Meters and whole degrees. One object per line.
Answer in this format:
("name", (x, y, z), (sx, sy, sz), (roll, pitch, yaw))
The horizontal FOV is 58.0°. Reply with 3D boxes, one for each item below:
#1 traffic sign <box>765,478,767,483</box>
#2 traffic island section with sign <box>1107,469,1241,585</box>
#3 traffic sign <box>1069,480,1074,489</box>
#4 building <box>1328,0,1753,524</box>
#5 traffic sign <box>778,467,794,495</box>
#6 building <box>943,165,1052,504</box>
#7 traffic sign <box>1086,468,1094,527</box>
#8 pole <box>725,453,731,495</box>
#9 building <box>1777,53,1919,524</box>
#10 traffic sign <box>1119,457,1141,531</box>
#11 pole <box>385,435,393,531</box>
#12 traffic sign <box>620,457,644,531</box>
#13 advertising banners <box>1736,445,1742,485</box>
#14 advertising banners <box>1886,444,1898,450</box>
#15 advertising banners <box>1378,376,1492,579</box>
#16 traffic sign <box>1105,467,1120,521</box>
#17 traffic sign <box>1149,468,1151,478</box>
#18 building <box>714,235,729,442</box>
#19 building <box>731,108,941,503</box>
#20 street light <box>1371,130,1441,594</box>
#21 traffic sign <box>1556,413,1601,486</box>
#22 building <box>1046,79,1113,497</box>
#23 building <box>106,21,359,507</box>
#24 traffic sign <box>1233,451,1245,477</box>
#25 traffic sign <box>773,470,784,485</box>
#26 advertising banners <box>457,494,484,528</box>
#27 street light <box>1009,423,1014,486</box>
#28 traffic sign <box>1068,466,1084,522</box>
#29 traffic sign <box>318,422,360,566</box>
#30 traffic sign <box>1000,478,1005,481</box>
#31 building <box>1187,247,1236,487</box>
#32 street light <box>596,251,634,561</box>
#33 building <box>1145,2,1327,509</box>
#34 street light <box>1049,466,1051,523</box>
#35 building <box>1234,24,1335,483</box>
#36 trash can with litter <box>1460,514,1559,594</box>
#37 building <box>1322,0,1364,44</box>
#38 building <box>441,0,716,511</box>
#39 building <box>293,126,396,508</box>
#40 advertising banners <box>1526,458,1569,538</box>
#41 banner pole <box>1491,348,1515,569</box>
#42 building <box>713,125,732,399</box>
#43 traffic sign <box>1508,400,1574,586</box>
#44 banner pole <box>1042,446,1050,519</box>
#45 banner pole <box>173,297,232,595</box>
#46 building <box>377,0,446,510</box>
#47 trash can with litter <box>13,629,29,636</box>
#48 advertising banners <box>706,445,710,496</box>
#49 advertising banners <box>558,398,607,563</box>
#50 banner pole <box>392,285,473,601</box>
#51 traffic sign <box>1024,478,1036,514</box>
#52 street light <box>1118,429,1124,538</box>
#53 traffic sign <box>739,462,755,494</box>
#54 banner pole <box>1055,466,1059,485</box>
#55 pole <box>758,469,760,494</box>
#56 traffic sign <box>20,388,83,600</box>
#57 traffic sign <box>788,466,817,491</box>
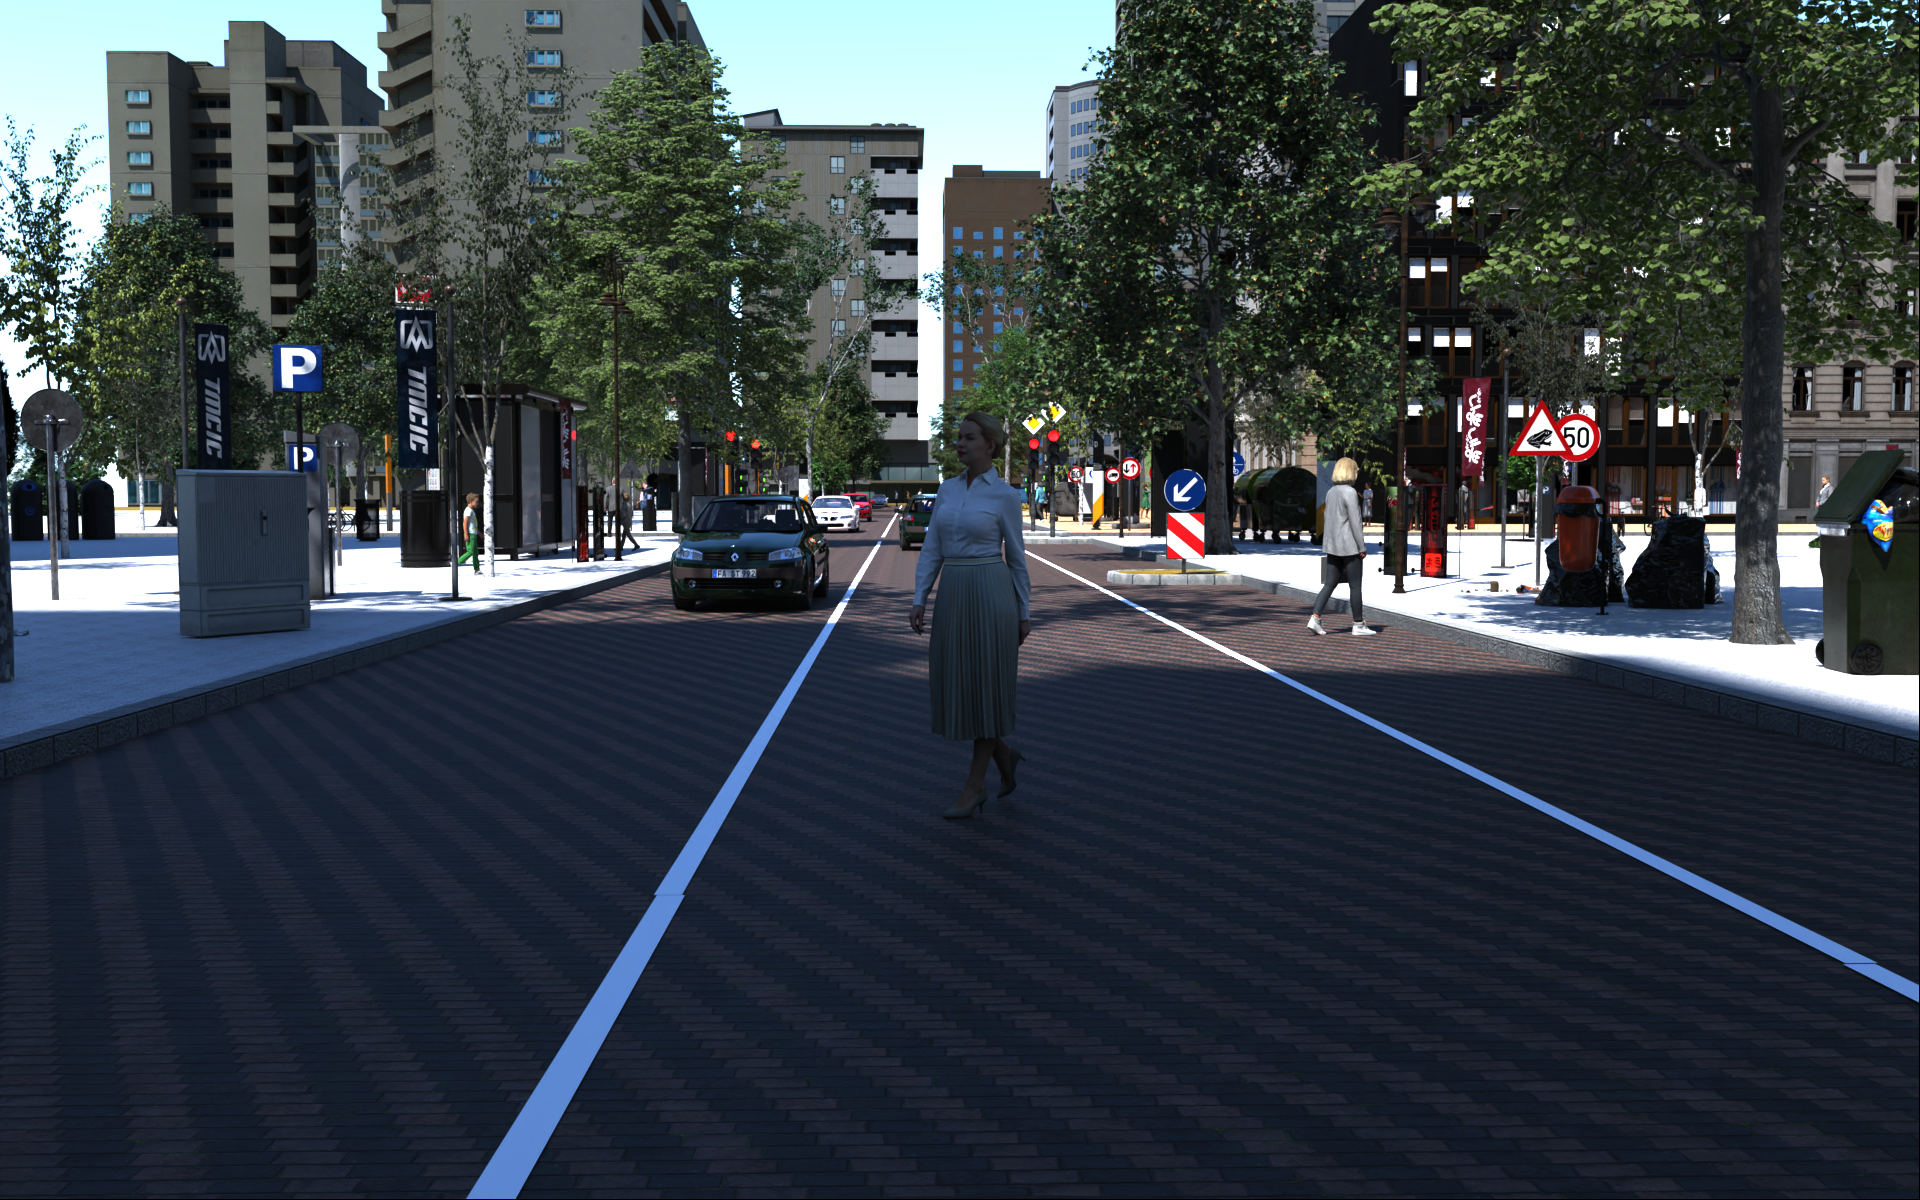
("traffic sign", (-13.714, -7.315, 119.709), (0.768, 2.556, 0.104), (0, 4, 4))
("traffic island section with sign", (3.442, -1.200, 28.244), (1.989, 1.847, 2.006), (0, 4, -2))
("traffic sign", (7.140, -6.563, 109.427), (0.606, 2.300, 0.079), (0, 4, 6))
("building", (26.021, -15.252, 79.043), (15.834, 23.373, 12.332), (0, 4, -2))
("traffic sign", (-8.103, -4.933, 80.757), (0.768, 2.556, 0.104), (0, 4, -1))
("building", (4.882, -35.987, 238.497), (14.200, 45.320, 14.600), (0, 4, -2))
("traffic sign", (5.121, -3.932, 66.424), (0.606, 2.300, 0.079), (0, 4, 4))
("pole", (-8.300, -4.168, 61.982), (0.158, 3.312, 0.155), (0, 3, 0))
("building", (43.310, -14.009, 78.195), (18.267, 20.994, 9.793), (0, 4, -2))
("traffic sign", (5.882, -3.667, 60.061), (0.768, 2.556, 0.104), (0, 4, -1))
("pole", (-19.648, -4.021, 59.579), (0.158, 3.312, 0.155), (0, 3, 0))
("traffic sign", (-11.384, -3.664, 59.918), (0.884, 2.594, 0.081), (0, 4, 0))
("advertising banners", (28.051, -4.000, 61.593), (0.090, 3.025, 2.074), (0, 4, -1))
("advertising banners", (33.091, -3.925, 60.354), (0.090, 3.025, 2.074), (-1, 4, -20))
("advertising banners", (7.255, -1.856, 26.531), (0.090, 3.025, 2.074), (-2, 4, -35))
("traffic sign", (7.261, -5.019, 82.168), (0.768, 2.556, 0.104), (0, 4, 6))
("traffic sign", (8.282, -4.428, 72.509), (0.768, 2.556, 0.104), (0, 4, 5))
("building", (-32.425, -25.465, 188.052), (14.107, 30.474, 14.160), (0, 4, -2))
("building", (-16.717, -40.138, 245.492), (27.495, 52.752, 28.713), (0, 4, -2))
("street light", (5.674, -3.023, 22.207), (0.468, 5.910, 1.993), (0, 4, -2))
("traffic sign", (9.692, -1.666, 27.339), (0.768, 2.556, 0.104), (0, 4, 1))
("building", (26.647, -42.802, 241.819), (28.212, 58.520, 21.231), (0, 4, -2))
("building", (-74.154, -34.205, 182.945), (21.600, 48.544, 21.300), (0, 4, -2))
("traffic sign", (8.057, -3.137, 51.393), (0.768, 2.556, 0.104), (0, 4, 8))
("traffic sign", (-9.397, -5.527, 90.477), (0.768, 2.556, 0.104), (0, 4, 5))
("advertising banners", (-17.148, -4.042, 62.273), (2.074, 3.025, 0.090), (0, 4, 6))
("street light", (3.077, -8.081, 104.916), (0.468, 5.910, 1.993), (0, 4, -2))
("traffic sign", (5.297, -4.831, 79.099), (0.768, 2.556, 0.104), (0, 4, 6))
("traffic sign", (-11.063, -1.878, 30.812), (0.768, 2.556, 0.104), (0, 4, -1))
("traffic sign", (3.286, -8.224, 134.575), (0.768, 2.556, 0.104), (0, 4, 0))
("building", (24.420, -15.846, 126.536), (16.820, 18.784, 16.811), (0, 4, -2))
("street light", (-6.567, -3.690, 33.114), (0.468, 5.910, 1.993), (0, 4, -2))
("building", (22.734, -28.417, 148.216), (14.154, 41.232, 14.086), (0, 4, -2))
("street light", (4.050, -6.372, 76.976), (0.468, 5.910, 1.993), (0, 4, -2))
("building", (24.214, -19.345, 102.202), (13.634, 28.700, 20.117), (0, 4, -2))
("trash can with litter", (7.659, -0.710, 22.673), (2.233, 1.210, 1.678), (0, 4, 5))
("building", (26.001, -44.439, 164.828), (20.563, 71.187, 20.611), (0, 4, -2))
("building", (-35.319, -33.140, 165.539), (21.300, 48.544, 21.600), (0, 4, -2))
("building", (-51.219, -29.784, 178.842), (23.993, 40.220, 32.217), (0, 4, -2))
("advertising banners", (17.384, -3.354, 51.020), (2.074, 3.025, 0.090), (-2, 4, -35))
("banner pole", (9.320, -2.422, 29.614), (0.401, 3.779, 0.863), (1, 4, 17))
("building", (-44.163, -40.012, 243.432), (27.495, 52.752, 28.713), (0, 4, -2))
("traffic sign", (8.063, -1.474, 24.098), (0.884, 2.594, 0.081), (0, 4, 3))
("banner pole", (4.441, -6.142, 90.439), (0.401, 3.779, 0.863), (-2, 4, -28))
("banner pole", (-9.761, -1.976, 22.328), (0.401, 3.779, 0.863), (3, 4, 38))
("building", (-35.293, -31.789, 143.448), (21.300, 48.544, 21.600), (0, 4, -2))
("trash can with litter", (-9.607, -0.282, 15.660), (2.233, 1.210, 1.678), (1, 4, 10))
("advertising banners", (-8.683, -3.877, 59.570), (0.090, 3.025, 2.074), (0, 4, -6))
("advertising banners", (-7.089, -2.223, 32.533), (0.090, 3.025, 2.074), (1, 4, 11))
("banner pole", (-6.329, -1.882, 20.784), (0.863, 3.779, 0.401), (-1, 4, -15))
("traffic sign", (4.370, -6.630, 108.501), (0.768, 2.556, 0.104), (0, 4, 7))
("street light", (4.735, -4.761, 50.632), (0.468, 5.910, 1.993), (0, 4, -2))
("traffic sign", (-8.455, -4.212, 68.964), (0.768, 2.556, 0.104), (0, 4, 6))
("banner pole", (5.086, -6.304, 93.091), (0.401, 3.779, 0.863), (-2, 4, -29))
("pole", (-7.818, -4.461, 66.787), (0.158, 3.312, 0.155), (0, 3, 0))
("traffic sign", (-10.937, -1.270, 20.863), (0.768, 2.556, 0.104), (0, 4, 2))
("traffic sign", (-11.207, -7.967, 124.130), (2.265, 3.308, 0.079), (0, 4, 3))
